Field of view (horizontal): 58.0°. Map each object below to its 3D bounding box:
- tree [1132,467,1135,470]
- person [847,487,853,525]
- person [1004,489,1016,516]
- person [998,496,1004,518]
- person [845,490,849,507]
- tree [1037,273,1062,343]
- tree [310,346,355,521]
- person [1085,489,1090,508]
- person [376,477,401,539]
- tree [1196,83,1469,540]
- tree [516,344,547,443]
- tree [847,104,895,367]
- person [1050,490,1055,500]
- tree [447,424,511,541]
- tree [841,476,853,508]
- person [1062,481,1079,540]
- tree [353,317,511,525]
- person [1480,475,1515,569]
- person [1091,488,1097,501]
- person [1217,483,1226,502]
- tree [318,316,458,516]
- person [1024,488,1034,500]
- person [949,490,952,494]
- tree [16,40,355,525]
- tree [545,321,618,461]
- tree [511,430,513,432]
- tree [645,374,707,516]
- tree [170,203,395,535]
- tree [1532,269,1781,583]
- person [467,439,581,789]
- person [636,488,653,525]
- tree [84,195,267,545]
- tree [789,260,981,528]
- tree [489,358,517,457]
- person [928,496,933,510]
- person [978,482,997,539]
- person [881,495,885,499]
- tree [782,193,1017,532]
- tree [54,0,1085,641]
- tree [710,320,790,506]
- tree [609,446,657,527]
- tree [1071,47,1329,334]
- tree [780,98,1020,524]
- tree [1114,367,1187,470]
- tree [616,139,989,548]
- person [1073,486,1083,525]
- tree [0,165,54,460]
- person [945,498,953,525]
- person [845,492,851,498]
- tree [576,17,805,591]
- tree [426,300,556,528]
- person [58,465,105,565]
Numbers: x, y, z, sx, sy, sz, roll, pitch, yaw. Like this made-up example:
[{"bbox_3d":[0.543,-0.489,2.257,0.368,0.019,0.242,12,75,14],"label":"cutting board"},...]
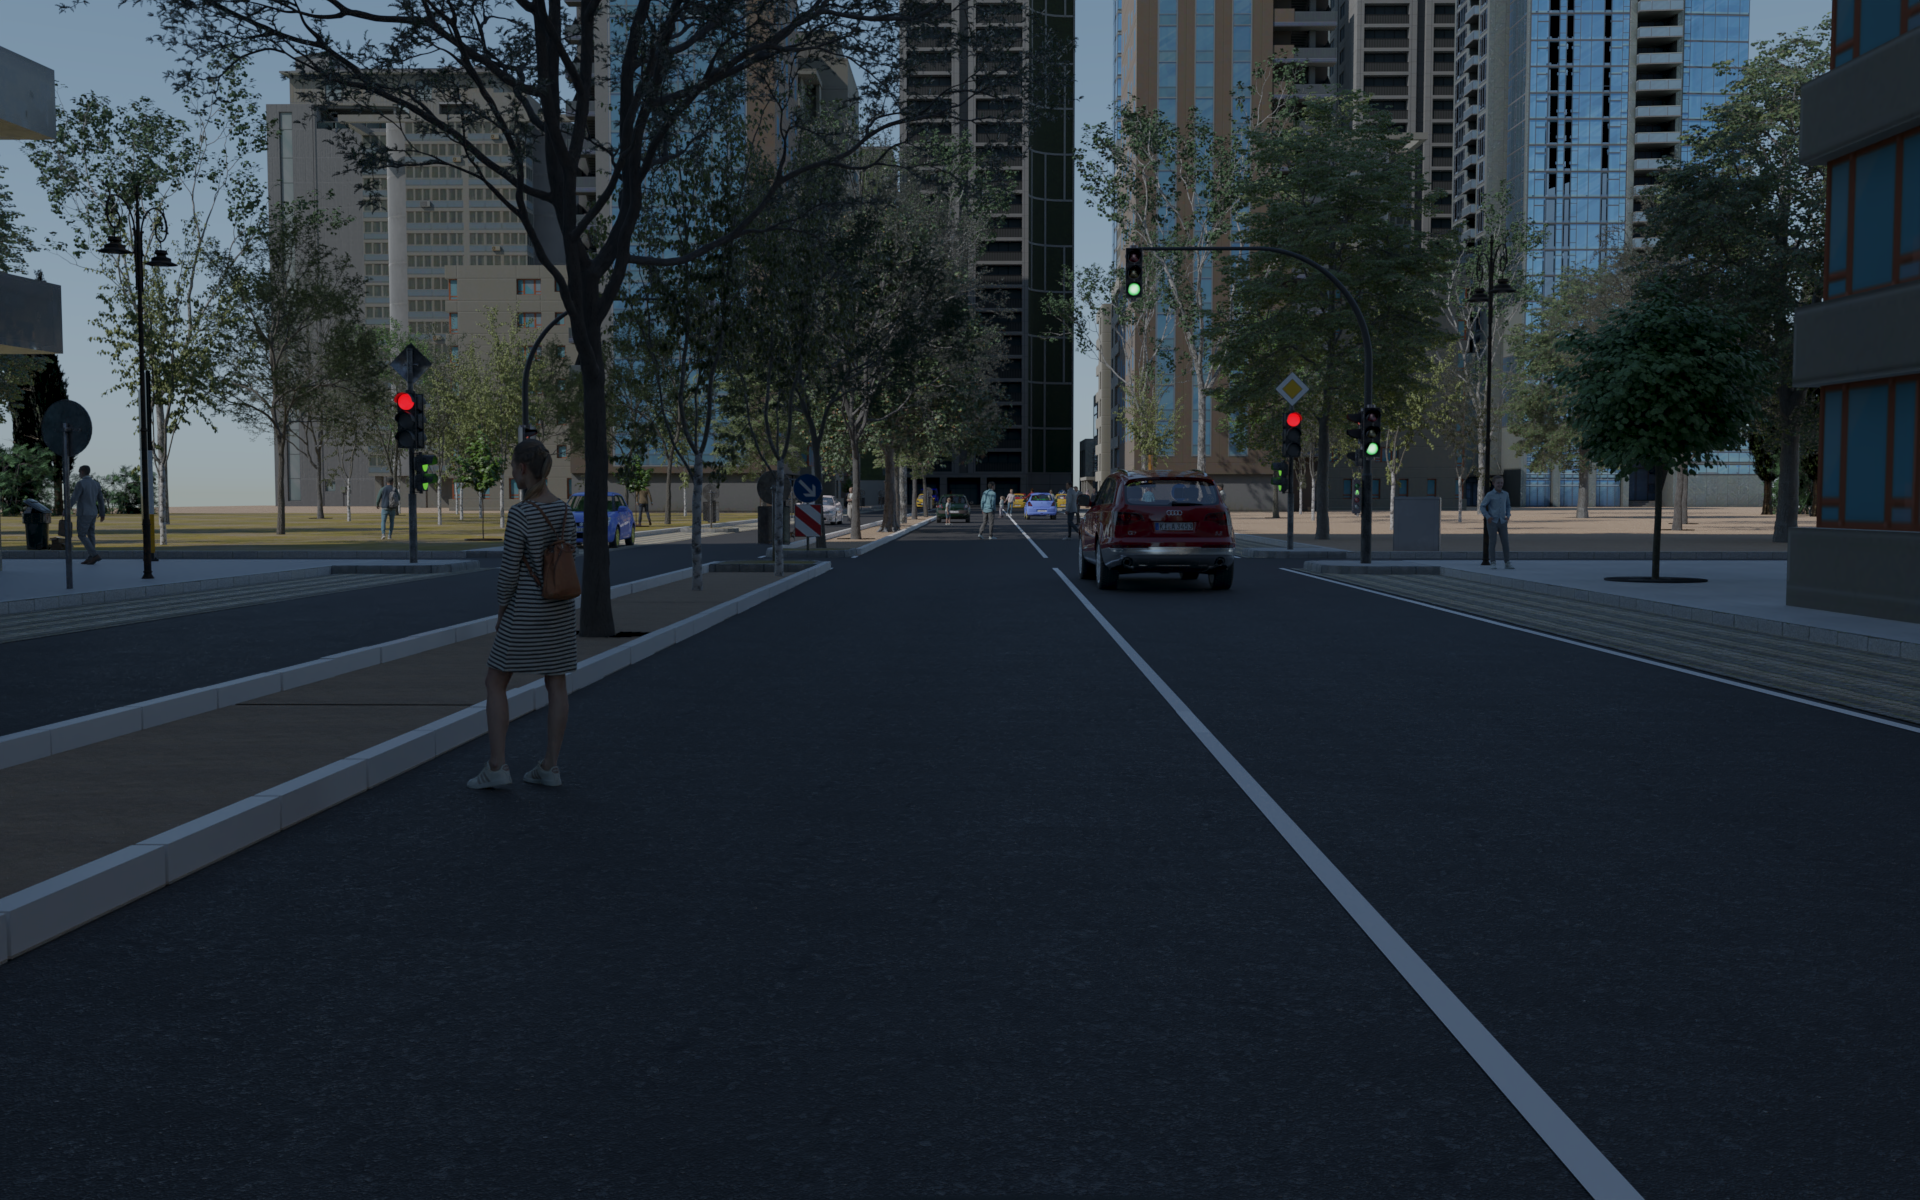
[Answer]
[{"bbox_3d":[12.240,-7.777,121.757,1.663,3.219,1.824,0,3,0],"label":"tree"},{"bbox_3d":[-5.087,-4.404,81.050,0.519,1.759,0.362,2,4,27],"label":"person"},{"bbox_3d":[3.213,-6.372,113.352,0.731,1.740,0.598,-1,4,-21],"label":"person"},{"bbox_3d":[2.497,-5.658,105.293,0.394,1.301,0.425,0,4,5],"label":"person"},{"bbox_3d":[-11.040,-9.904,168.906,0.436,1.711,0.756,0,4,-5],"label":"person"},{"bbox_3d":[10.912,-15.619,111.265,12.611,20.169,13.585,0,3,0],"label":"tree"},{"bbox_3d":[-28.756,-8.024,81.553,4.360,8.622,3.978,0,3,0],"label":"tree"},{"bbox_3d":[11.819,-9.391,160.247,0.621,1.740,0.551,-1,4,-23],"label":"person"},{"bbox_3d":[-16.287,-2.629,49.380,0.623,1.781,0.721,-2,4,-31],"label":"person"},{"bbox_3d":[10.566,-7.961,48.286,7.486,12.596,7.792,0,3,0],"label":"tree"},{"bbox_3d":[-17.479,-9.507,89.845,8.767,10.594,7.601,0,4,0],"label":"tree"},{"bbox_3d":[-3.151,-4.722,30.025,4.360,8.622,3.978,0,3,0],"label":"tree"},{"bbox_3d":[6.005,-6.407,114.253,0.512,1.701,0.522,0,4,0],"label":"person"},{"bbox_3d":[-13.300,-3.249,47.718,1.663,3.219,1.824,0,3,0],"label":"tree"},{"bbox_3d":[-10.433,-10.389,164.465,1.663,3.219,1.824,0,3,0],"label":"tree"},{"bbox_3d":[3.537,-2.788,53.929,0.795,1.843,0.661,2,4,25],"label":"person"},{"bbox_3d":[-21.701,-7.398,71.326,4.360,8.622,3.978,0,3,0],"label":"tree"},{"bbox_3d":[9.197,-1.332,29.640,0.589,1.601,0.330,0,4,0],"label":"person"},{"bbox_3d":[7.925,-5.719,102.419,0.576,1.772,0.534,2,4,29],"label":"person"},{"bbox_3d":[8.563,-2.970,57.248,0.466,1.800,0.511,0,4,7],"label":"person"},{"bbox_3d":[-33.631,-10.803,102.388,9.928,11.665,9.643,0,3,0],"label":"tree"},{"bbox_3d":[4.911,-6.701,118.003,1.348,1.831,0.705,-1,4,-23],"label":"person"},{"bbox_3d":[-0.959,-10.685,183.161,1.348,1.831,0.705,2,4,34],"label":"person"},{"bbox_3d":[-32.201,-13.196,71.639,12.611,20.169,13.585,0,3,0],"label":"tree"},{"bbox_3d":[-12.415,-8.477,73.004,8.767,10.594,7.601,0,4,-7],"label":"tree"},{"bbox_3d":[-25.543,-8.676,92.217,4.360,8.622,3.978,0,3,0],"label":"tree"},{"bbox_3d":[-16.104,-9.146,99.904,4.737,8.622,4.395,0,3,0],"label":"tree"},{"bbox_3d":[-21.290,-7.363,54.799,8.767,10.594,7.601,3,4,36],"label":"tree"},{"bbox_3d":[10.204,-2.556,25.503,4.285,4.588,4.351,0,3,0],"label":"tree"},{"bbox_3d":[-2.082,0.062,8.498,0.522,1.701,0.512,2,4,29],"label":"person"},{"bbox_3d":[-12.892,-3.966,70.800,0.836,1.842,0.656,3,5,41],"label":"person"},{"bbox_3d":[-20.030,-5.710,43.724,4.737,8.622,4.395,0,3,0],"label":"tree"},{"bbox_3d":[-2.828,-9.363,73.668,7.486,12.596,7.792,0,3,0],"label":"tree"},{"bbox_3d":[-24.062,-10.123,99.931,7.601,10.594,8.767,-1,4,-11],"label":"tree"},{"bbox_3d":[-2.697,-8.812,153.260,0.721,1.739,1.217,-2,4,-28],"label":"person"},{"bbox_3d":[0.872,-2.852,55.147,0.660,1.820,0.620,3,5,43],"label":"person"},{"bbox_3d":[-6.895,-9.448,163.763,1.217,1.735,0.721,0,4,6],"label":"person"},{"bbox_3d":[-2.638,-8.890,64.823,9.611,12.733,9.660,0,3,0],"label":"tree"},{"bbox_3d":[-3.613,-6.361,16.823,12.009,13.543,11.850,0,3,0],"label":"tree"},{"bbox_3d":[-11.797,-11.571,107.314,7.486,12.596,7.792,0,3,0],"label":"tree"},{"bbox_3d":[-12.570,-4.461,67.531,1.663,3.219,1.824,0,3,0],"label":"tree"},{"bbox_3d":[11.618,-13.292,73.212,12.611,20.169,13.585,0,3,0],"label":"tree"},{"bbox_3d":[-3.955,-13.776,83.585,12.611,20.169,13.585,0,3,0],"label":"tree"},{"bbox_3d":[11.105,-9.246,101.538,4.737,8.622,4.395,0,3,0],"label":"tree"},{"bbox_3d":[-3.503,-6.559,44.115,8.767,10.594,7.601,0,4,1],"label":"tree"},{"bbox_3d":[5.427,-4.371,80.149,0.473,1.802,0.592,-2,4,-25],"label":"person"},{"bbox_3d":[-34.245,-9.097,55.383,9.857,13.997,8.962,0,3,0],"label":"tree"},{"bbox_3d":[-0.522,-4.118,80.512,0.332,1.250,0.352,-2,4,-26],"label":"person"},{"bbox_3d":[-10.075,-9.489,161.277,1.348,1.812,0.705,-3,5,-39],"label":"person"},{"bbox_3d":[-3.898,-4.451,25.586,4.360,8.622,3.978,0,3,0],"label":"tree"},{"bbox_3d":[-17.540,-7.036,65.399,4.737,8.622,4.395,0,3,0],"label":"tree"},{"bbox_3d":[-15.979,-1.558,31.632,0.853,1.813,0.709,1,4,15],"label":"person"}]
